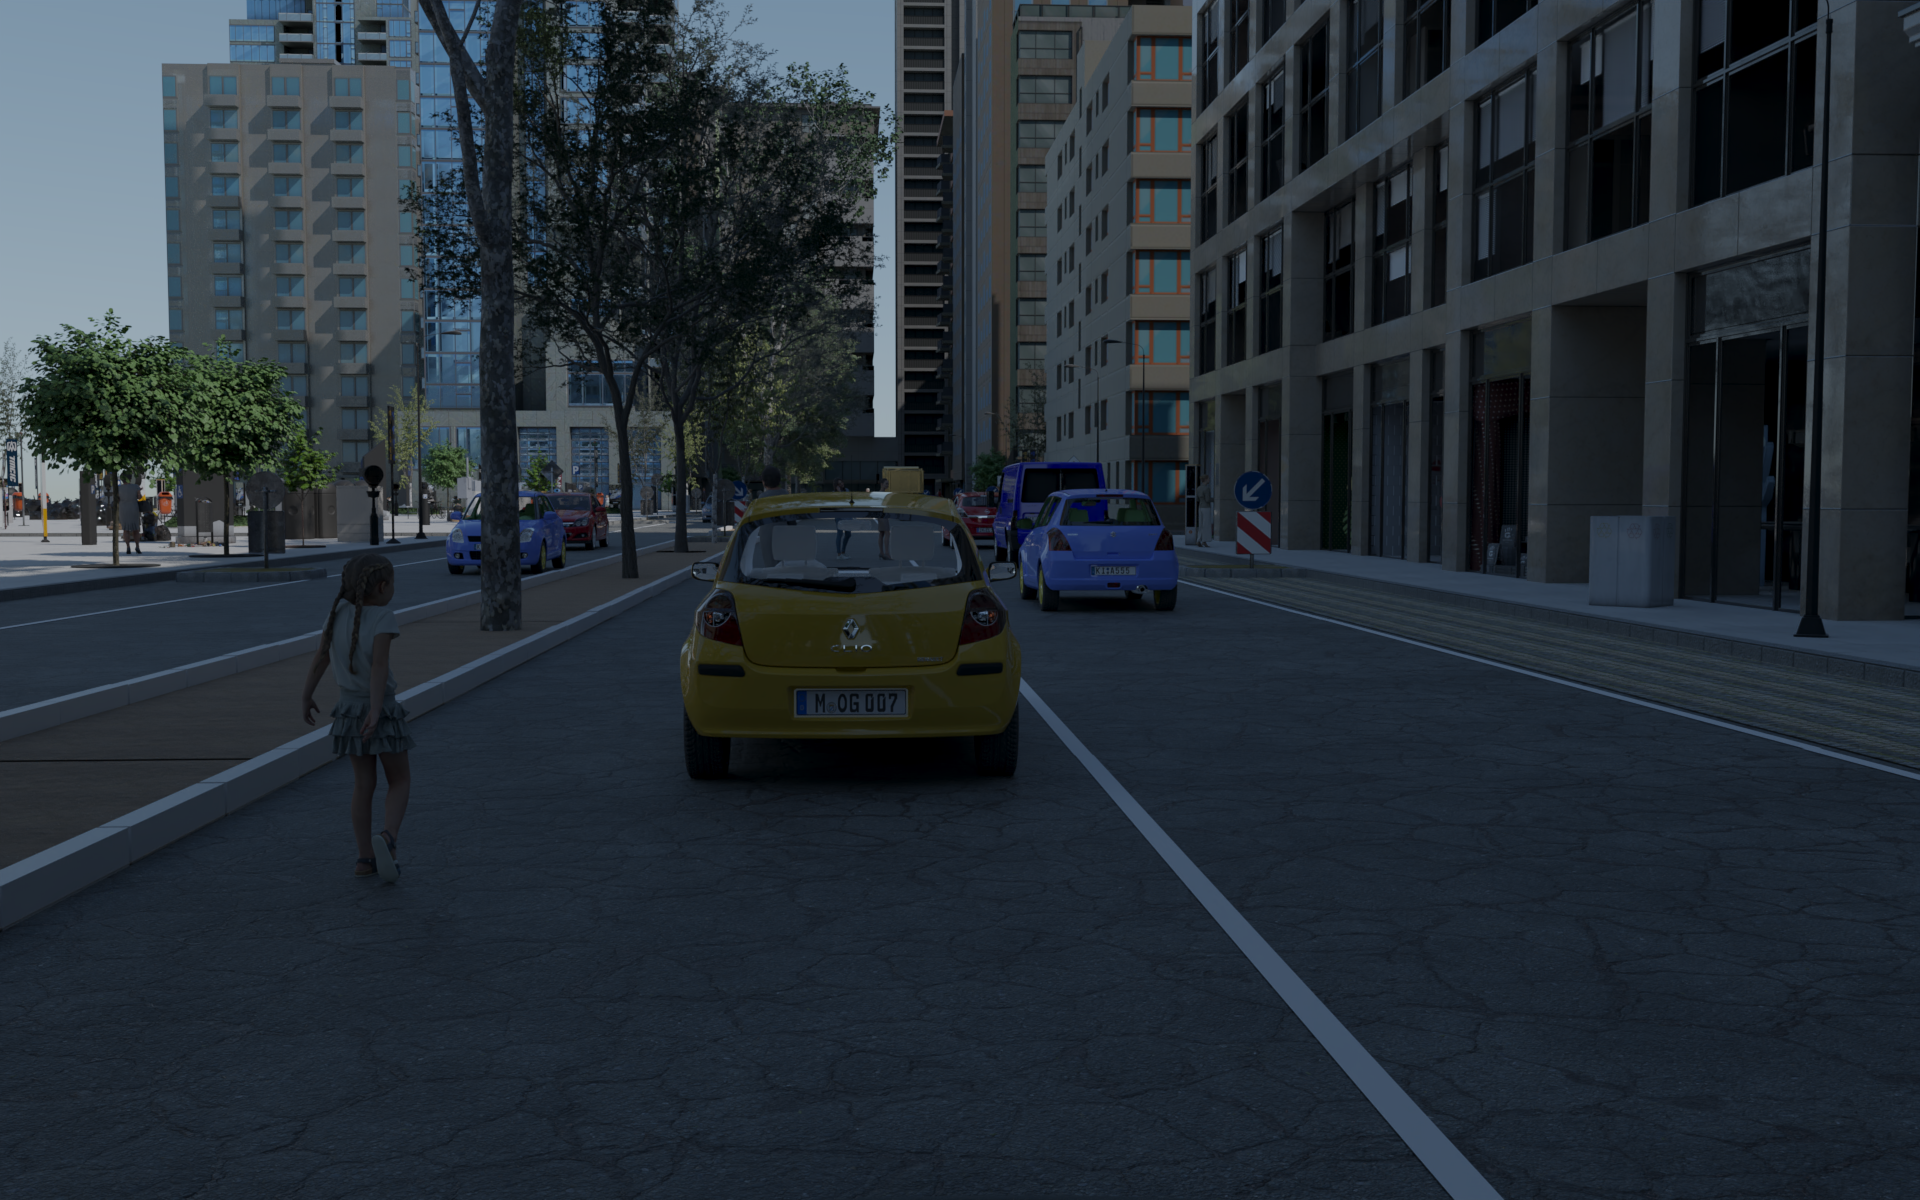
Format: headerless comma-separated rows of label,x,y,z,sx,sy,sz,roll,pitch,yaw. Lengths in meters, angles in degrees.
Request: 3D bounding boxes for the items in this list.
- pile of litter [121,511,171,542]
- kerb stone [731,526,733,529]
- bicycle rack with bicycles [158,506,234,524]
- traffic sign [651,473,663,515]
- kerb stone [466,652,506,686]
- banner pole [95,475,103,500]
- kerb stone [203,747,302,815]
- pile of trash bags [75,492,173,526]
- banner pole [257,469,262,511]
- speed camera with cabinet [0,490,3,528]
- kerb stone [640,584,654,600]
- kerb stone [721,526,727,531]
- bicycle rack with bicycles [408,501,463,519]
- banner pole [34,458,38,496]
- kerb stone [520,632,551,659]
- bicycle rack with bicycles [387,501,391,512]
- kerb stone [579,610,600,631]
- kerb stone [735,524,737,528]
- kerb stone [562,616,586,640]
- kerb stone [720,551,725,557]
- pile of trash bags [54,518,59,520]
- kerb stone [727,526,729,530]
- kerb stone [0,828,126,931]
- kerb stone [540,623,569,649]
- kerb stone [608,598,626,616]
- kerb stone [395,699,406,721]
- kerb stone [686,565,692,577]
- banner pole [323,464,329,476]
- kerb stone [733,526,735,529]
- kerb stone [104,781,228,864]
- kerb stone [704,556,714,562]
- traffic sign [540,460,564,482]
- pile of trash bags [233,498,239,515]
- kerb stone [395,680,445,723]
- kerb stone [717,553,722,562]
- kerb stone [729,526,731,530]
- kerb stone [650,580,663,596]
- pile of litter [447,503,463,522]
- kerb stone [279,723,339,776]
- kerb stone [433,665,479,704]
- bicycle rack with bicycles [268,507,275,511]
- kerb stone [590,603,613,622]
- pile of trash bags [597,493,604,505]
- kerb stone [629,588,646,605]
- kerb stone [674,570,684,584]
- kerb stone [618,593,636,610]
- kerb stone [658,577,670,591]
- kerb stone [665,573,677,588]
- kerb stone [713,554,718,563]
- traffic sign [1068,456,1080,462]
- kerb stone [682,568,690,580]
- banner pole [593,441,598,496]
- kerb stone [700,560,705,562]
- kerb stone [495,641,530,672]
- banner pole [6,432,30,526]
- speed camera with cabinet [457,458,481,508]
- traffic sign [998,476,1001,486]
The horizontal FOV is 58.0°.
pile of litter,-22.226,-2.025,47.066,1.176,0.858,1.719,3,5,41
kerb stone,-9.239,-2.863,69.009,0.120,0.150,1.000,0,4,-4
bicycle rack with bicycles,-33.546,-3.791,75.367,2.925,0.926,2.852,0,4,5
traffic sign,-18.648,-6.518,106.675,0.768,2.556,0.104,0,4,0
kerb stone,-3.676,0.542,13.330,0.120,0.150,1.000,0,4,-4
banner pole,-63.181,-8.375,126.954,0.863,3.779,0.401,-1,4,-21
kerb stone,-3.357,0.855,8.214,0.120,0.150,1.000,0,4,-4
pile of trash bags,-34.071,-3.740,70.908,3.447,1.369,1.912,-2,4,-34
banner pole,-29.543,-5.098,73.364,0.401,3.779,0.863,2,4,24
speed camera with cabinet,-36.887,-4.293,64.525,0.660,3.252,2.038,3,5,39
kerb stone,-4.322,-0.085,23.592,0.120,0.150,1.000,0,4,-4
kerb stone,-9.048,-2.674,65.949,0.120,0.150,1.000,0,4,-4
bicycle rack with bicycles,-27.265,-4.655,89.488,2.852,0.926,2.925,-3,4,-36
banner pole,-55.930,-7.026,104.893,0.401,3.779,0.863,-1,4,-17
kerb stone,-3.806,0.418,15.376,0.120,0.150,1.000,0,4,-4
bicycle rack with bicycles,-42.260,-6.750,123.752,2.852,0.926,2.925,-3,4,-37
kerb stone,-3.994,0.237,18.449,0.120,0.150,1.000,0,4,-4
kerb stone,-9.366,-2.989,71.068,0.120,0.150,1.000,0,4,-4
kerb stone,-3.928,0.296,17.429,0.120,0.150,1.000,0,4,-4
kerb stone,-5.144,-0.899,36.895,0.120,0.150,1.000,0,4,-4
pile of trash bags,-45.965,-4.702,86.622,3.447,1.369,1.912,1,4,15
kerb stone,-9.109,-2.738,66.969,0.120,0.150,1.000,0,4,-4
kerb stone,-3.229,0.980,6.167,0.120,0.150,1.000,0,4,-4
kerb stone,-3.870,0.354,16.404,0.120,0.150,1.000,0,4,-4
kerb stone,-4.121,0.107,20.523,0.120,0.150,1.000,0,4,-4
kerb stone,-3.491,0.735,10.259,0.120,0.150,1.000,0,4,-4
kerb stone,-4.692,-0.457,29.737,0.120,0.150,1.000,0,4,-4
banner pole,-46.426,-8.370,126.859,0.863,3.779,0.401,1,4,17
kerb stone,-9.304,-2.926,70.030,0.120,0.150,1.000,0,4,-4
kerb stone,-3.296,0.919,7.194,0.120,0.150,1.000,0,4,-4
kerb stone,-4.950,-0.708,33.833,0.120,0.150,1.000,0,4,-4
traffic sign,-13.993,-3.498,59.380,0.795,2.593,0.064,0,4,-4
pile of trash bags,-44.344,-5.767,104.040,1.912,1.369,3.447,-1,4,-9
kerb stone,-3.550,0.668,11.283,0.120,0.150,1.000,0,4,-4
kerb stone,-5.077,-0.833,35.875,0.120,0.150,1.000,0,4,-4
kerb stone,-9.177,-2.801,67.989,0.120,0.150,1.000,0,4,-4
kerb stone,-4.371,-0.148,24.620,0.120,0.150,1.000,0,4,-4
pile of litter,-23.179,-4.080,80.668,1.719,0.858,1.176,-3,5,-44
kerb stone,-3.425,0.793,9.233,0.120,0.150,1.000,0,4,-4
kerb stone,-3.608,0.605,12.310,0.120,0.150,1.000,0,4,-4
bicycle rack with bicycles,-33.792,-4.652,89.436,2.925,0.926,2.852,1,4,19
kerb stone,-4.062,0.165,19.497,0.120,0.150,1.000,0,4,-4
pile of trash bags,-28.858,-7.482,132.077,3.447,1.369,1.912,0,4,-1
kerb stone,-4.251,-0.022,22.563,0.120,0.150,1.000,0,4,-4
kerb stone,-4.565,-0.336,27.693,0.120,0.150,1.000,0,4,-4
kerb stone,-4.189,0.044,21.543,0.120,0.150,1.000,0,4,-4
kerb stone,-4.445,-0.211,25.647,0.120,0.150,1.000,0,4,-4
kerb stone,-4.507,-0.274,26.672,0.120,0.150,1.000,0,4,-4
kerb stone,-5.019,-0.773,34.853,0.120,0.150,1.000,0,4,-4
traffic sign,3.465,-3.073,52.439,0.795,2.593,0.064,0,4,-4
kerb stone,-4.635,-0.399,28.713,0.120,0.150,1.000,0,4,-4
banner pole,-17.142,-5.603,81.625,0.401,3.779,0.863,0,4,1
kerb stone,-4.821,-0.587,31.785,0.120,0.150,1.000,0,4,-4
kerb stone,-3.742,0.480,14.355,0.120,0.150,1.000,0,4,-4
banner pole,-37.804,-4.856,69.411,0.401,3.779,0.863,2,4,30
speed camera with cabinet,-26.763,-6.130,94.559,0.660,3.252,2.038,0,4,8
traffic sign,2.415,-5.853,97.833,0.606,2.300,0.079,0,4,-3
